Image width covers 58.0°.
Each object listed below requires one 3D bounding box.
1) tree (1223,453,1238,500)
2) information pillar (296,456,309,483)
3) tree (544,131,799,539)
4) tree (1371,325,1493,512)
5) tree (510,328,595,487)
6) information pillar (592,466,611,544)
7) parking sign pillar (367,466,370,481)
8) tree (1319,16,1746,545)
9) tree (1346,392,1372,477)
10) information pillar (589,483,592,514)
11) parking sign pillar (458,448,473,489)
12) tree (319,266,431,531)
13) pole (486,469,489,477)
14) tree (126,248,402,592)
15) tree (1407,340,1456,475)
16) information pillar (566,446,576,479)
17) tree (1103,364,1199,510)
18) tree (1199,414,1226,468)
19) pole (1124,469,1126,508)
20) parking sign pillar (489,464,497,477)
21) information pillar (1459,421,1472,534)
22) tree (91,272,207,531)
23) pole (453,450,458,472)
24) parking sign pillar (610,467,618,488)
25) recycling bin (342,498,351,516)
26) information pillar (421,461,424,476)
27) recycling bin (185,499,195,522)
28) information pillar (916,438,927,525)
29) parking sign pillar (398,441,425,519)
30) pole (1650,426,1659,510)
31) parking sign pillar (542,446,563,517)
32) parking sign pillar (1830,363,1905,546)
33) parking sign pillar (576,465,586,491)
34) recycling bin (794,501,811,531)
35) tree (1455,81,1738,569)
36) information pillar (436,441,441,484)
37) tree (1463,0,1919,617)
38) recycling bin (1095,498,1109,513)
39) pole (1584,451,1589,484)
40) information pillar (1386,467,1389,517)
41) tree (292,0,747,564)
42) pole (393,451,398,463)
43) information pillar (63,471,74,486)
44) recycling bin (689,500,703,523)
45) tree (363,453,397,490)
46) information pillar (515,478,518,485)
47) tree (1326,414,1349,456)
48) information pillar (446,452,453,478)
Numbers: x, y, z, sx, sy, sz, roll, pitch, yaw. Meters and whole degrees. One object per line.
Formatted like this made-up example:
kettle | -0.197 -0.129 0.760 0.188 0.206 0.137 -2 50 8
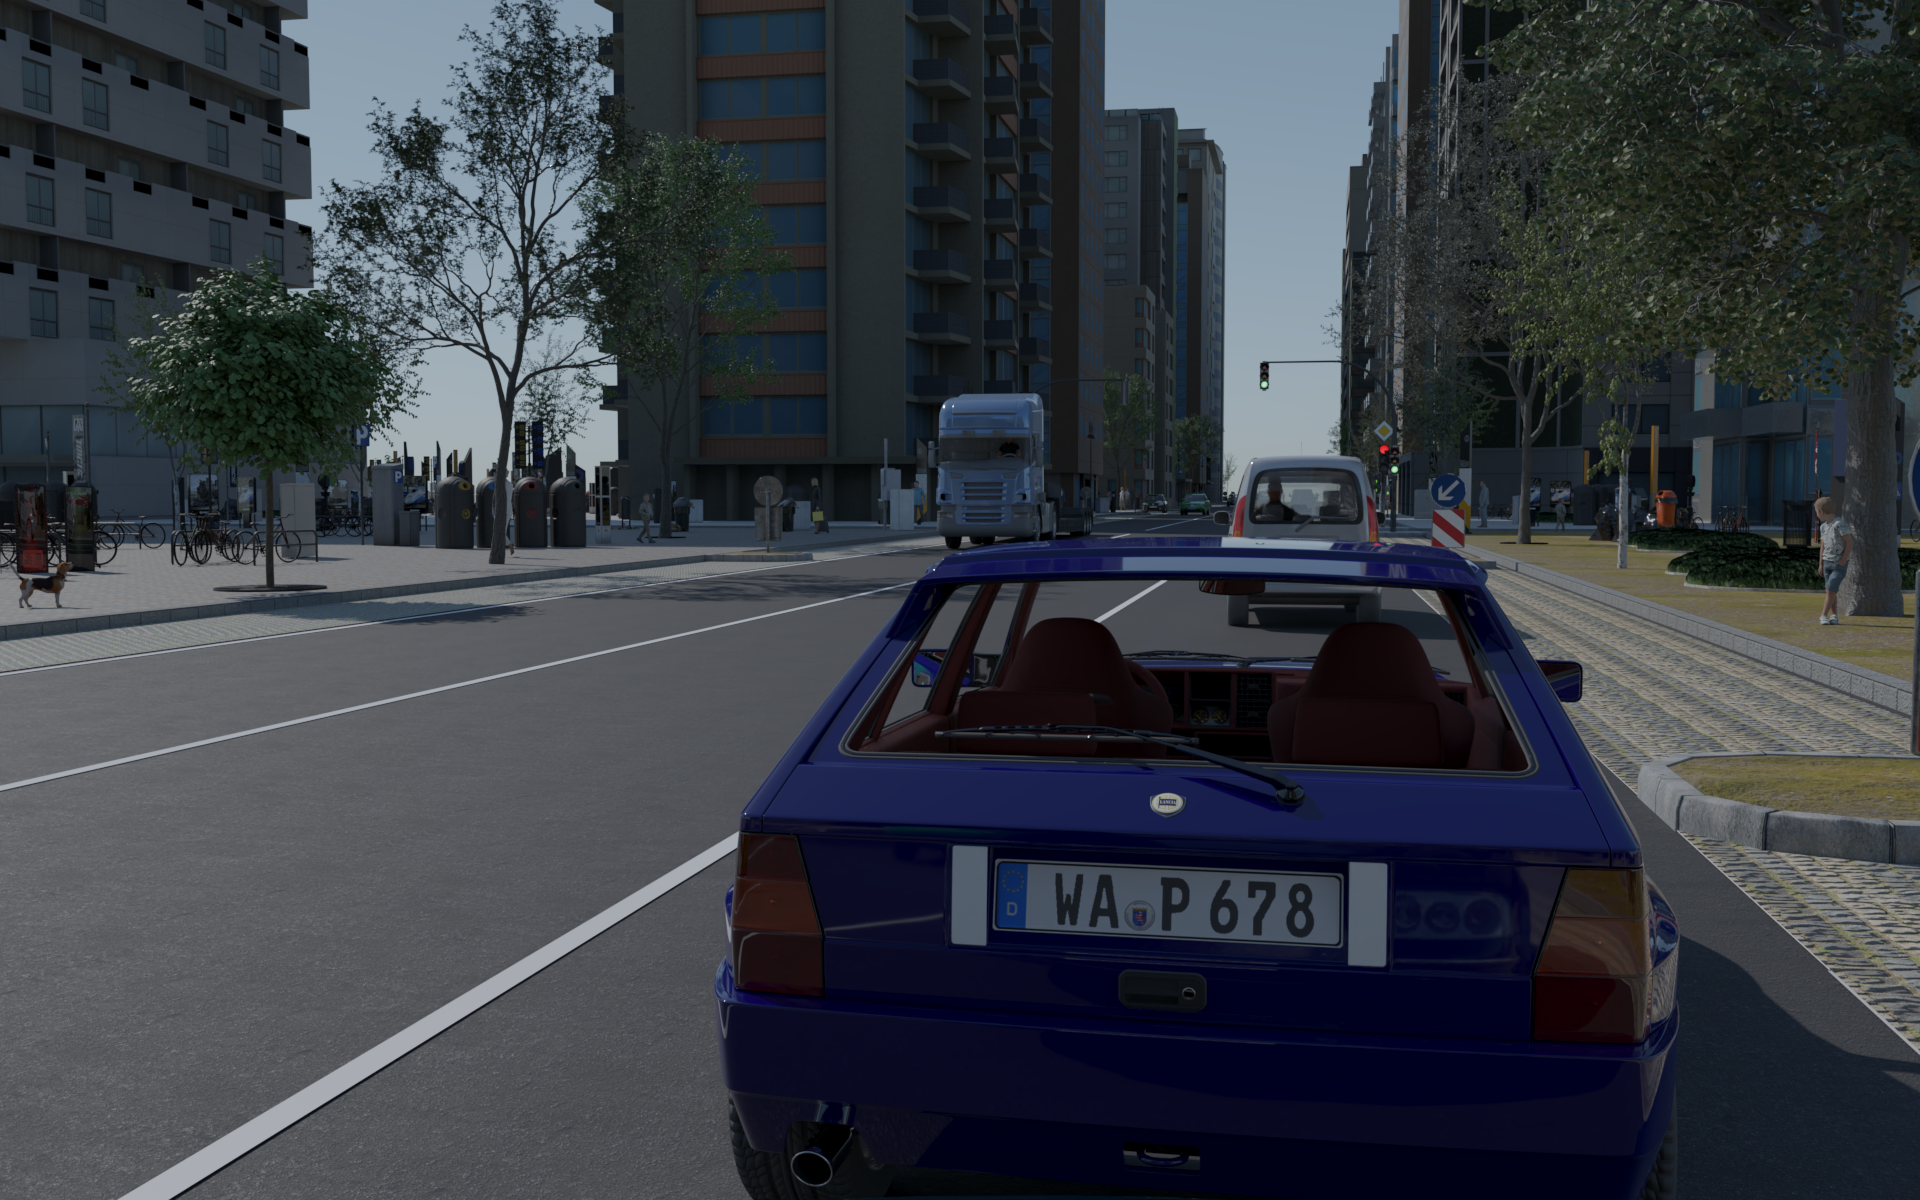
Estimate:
tree | 46.016 -21.355 299.523 4.360 8.622 3.978 0 3 0
information pillar | -25.019 -4.558 65.870 0.504 3.616 0.183 -1 4 -21
tree | -8.454 -7.595 49.929 9.928 11.665 9.643 0 3 0
tree | 20.071 -7.492 72.851 4.360 8.622 3.978 0 3 0
tree | -18.591 -7.786 77.665 4.360 8.622 3.978 0 3 0
information pillar | -9.279 -2.478 45.008 0.304 2.012 0.304 -3 5 -42
parking sign pillar | -52.781 -10.109 153.752 1.447 3.967 1.447 -1 4 -14
tree | 14.584 -8.177 44.065 12.009 13.543 11.850 0 3 0
tree | 29.037 -10.281 118.461 4.360 8.622 3.978 0 3 0
information pillar | -23.638 -6.538 111.382 0.304 2.012 0.304 3 5 43
parking sign pillar | -28.474 -6.805 99.728 1.447 3.967 1.447 0 4 2
tree | -19.532 -6.495 56.561 4.737 8.622 4.395 0 3 0
pole | -37.700 -8.839 138.360 0.158 3.312 0.155 0 3 0
tree | -9.219 -2.412 23.152 4.285 4.588 4.351 0 3 0
tree | 22.417 -7.924 79.913 4.737 8.622 4.395 0 3 0
information pillar | -18.354 -5.530 81.763 0.504 3.616 0.183 1 4 20
tree | 12.599 -12.995 138.223 9.928 11.665 9.643 0 3 0
tree | 29.195 -17.881 218.103 9.928 11.665 9.643 0 3 0
pole | 13.670 -9.149 143.428 0.158 3.312 0.155 0 3 0
parking sign pillar | -34.179 -8.514 127.675 1.447 3.967 1.447 2 4 27
information pillar | 16.319 -3.947 55.893 0.183 3.616 0.504 -2 4 -25
tree | -26.035 -6.528 57.090 4.737 8.622 4.395 0 3 0
pole | -23.087 -5.229 79.336 0.158 3.312 0.155 0 3 0
parking sign pillar | -26.999 -8.997 135.573 1.447 3.967 1.447 -3 4 -39
recycling bin | -35.406 -5.315 99.450 0.722 1.027 0.722 2 4 25
information pillar | -37.786 -8.004 122.227 0.183 3.616 0.504 3 5 41
recycling bin | -36.040 -4.167 80.679 0.722 1.027 0.722 -2 4 -26
information pillar | -1.619 -4.934 72.029 0.504 3.616 0.183 -2 4 -30
parking sign pillar | -28.421 -6.170 89.358 1.447 3.967 1.447 -1 4 -14
pole | 20.780 -3.548 51.856 0.158 3.312 0.155 0 3 0
parking sign pillar | -23.186 -6.714 98.244 1.447 3.967 1.447 0 4 5
parking sign pillar | 18.405 -2.855 35.149 1.447 3.967 1.447 -2 4 -29
parking sign pillar | -29.710 -8.933 134.518 1.447 3.967 1.447 -1 4 -15
recycling bin | -5.683 -2.969 61.094 0.722 1.027 0.722 -1 4 -15
tree | 11.184 -4.849 29.642 4.737 8.622 4.395 0 3 0
information pillar | -22.811 -5.168 75.844 0.183 3.616 0.504 -2 4 -30
tree | 9.698 -6.805 17.919 9.857 13.997 8.962 0 3 0
recycling bin | 9.659 -6.421 117.529 0.722 1.027 0.722 -2 4 -24
pole | 29.495 -5.366 81.574 0.158 3.312 0.155 0 3 0
information pillar | 23.846 -6.433 96.527 0.183 3.616 0.504 1 4 12
tree | -8.207 -5.926 31.307 7.601 10.594 8.767 2 4 27
pole | -26.607 -5.373 81.697 0.158 3.312 0.155 0 3 0
information pillar | -28.923 -3.169 56.305 0.304 2.012 0.304 3 5 44
recycling bin | -11.989 -3.985 77.717 0.722 1.027 0.722 -2 4 -32
tree | -25.486 -5.061 77.349 1.663 3.219 1.824 0 3 0
information pillar | -20.787 -4.722 81.701 0.304 2.012 0.304 -2 4 -28
tree | 51.495 -18.319 225.274 9.928 11.665 9.643 0 3 0
information pillar | -28.473 -6.443 96.694 0.183 3.616 0.504 1 4 20
